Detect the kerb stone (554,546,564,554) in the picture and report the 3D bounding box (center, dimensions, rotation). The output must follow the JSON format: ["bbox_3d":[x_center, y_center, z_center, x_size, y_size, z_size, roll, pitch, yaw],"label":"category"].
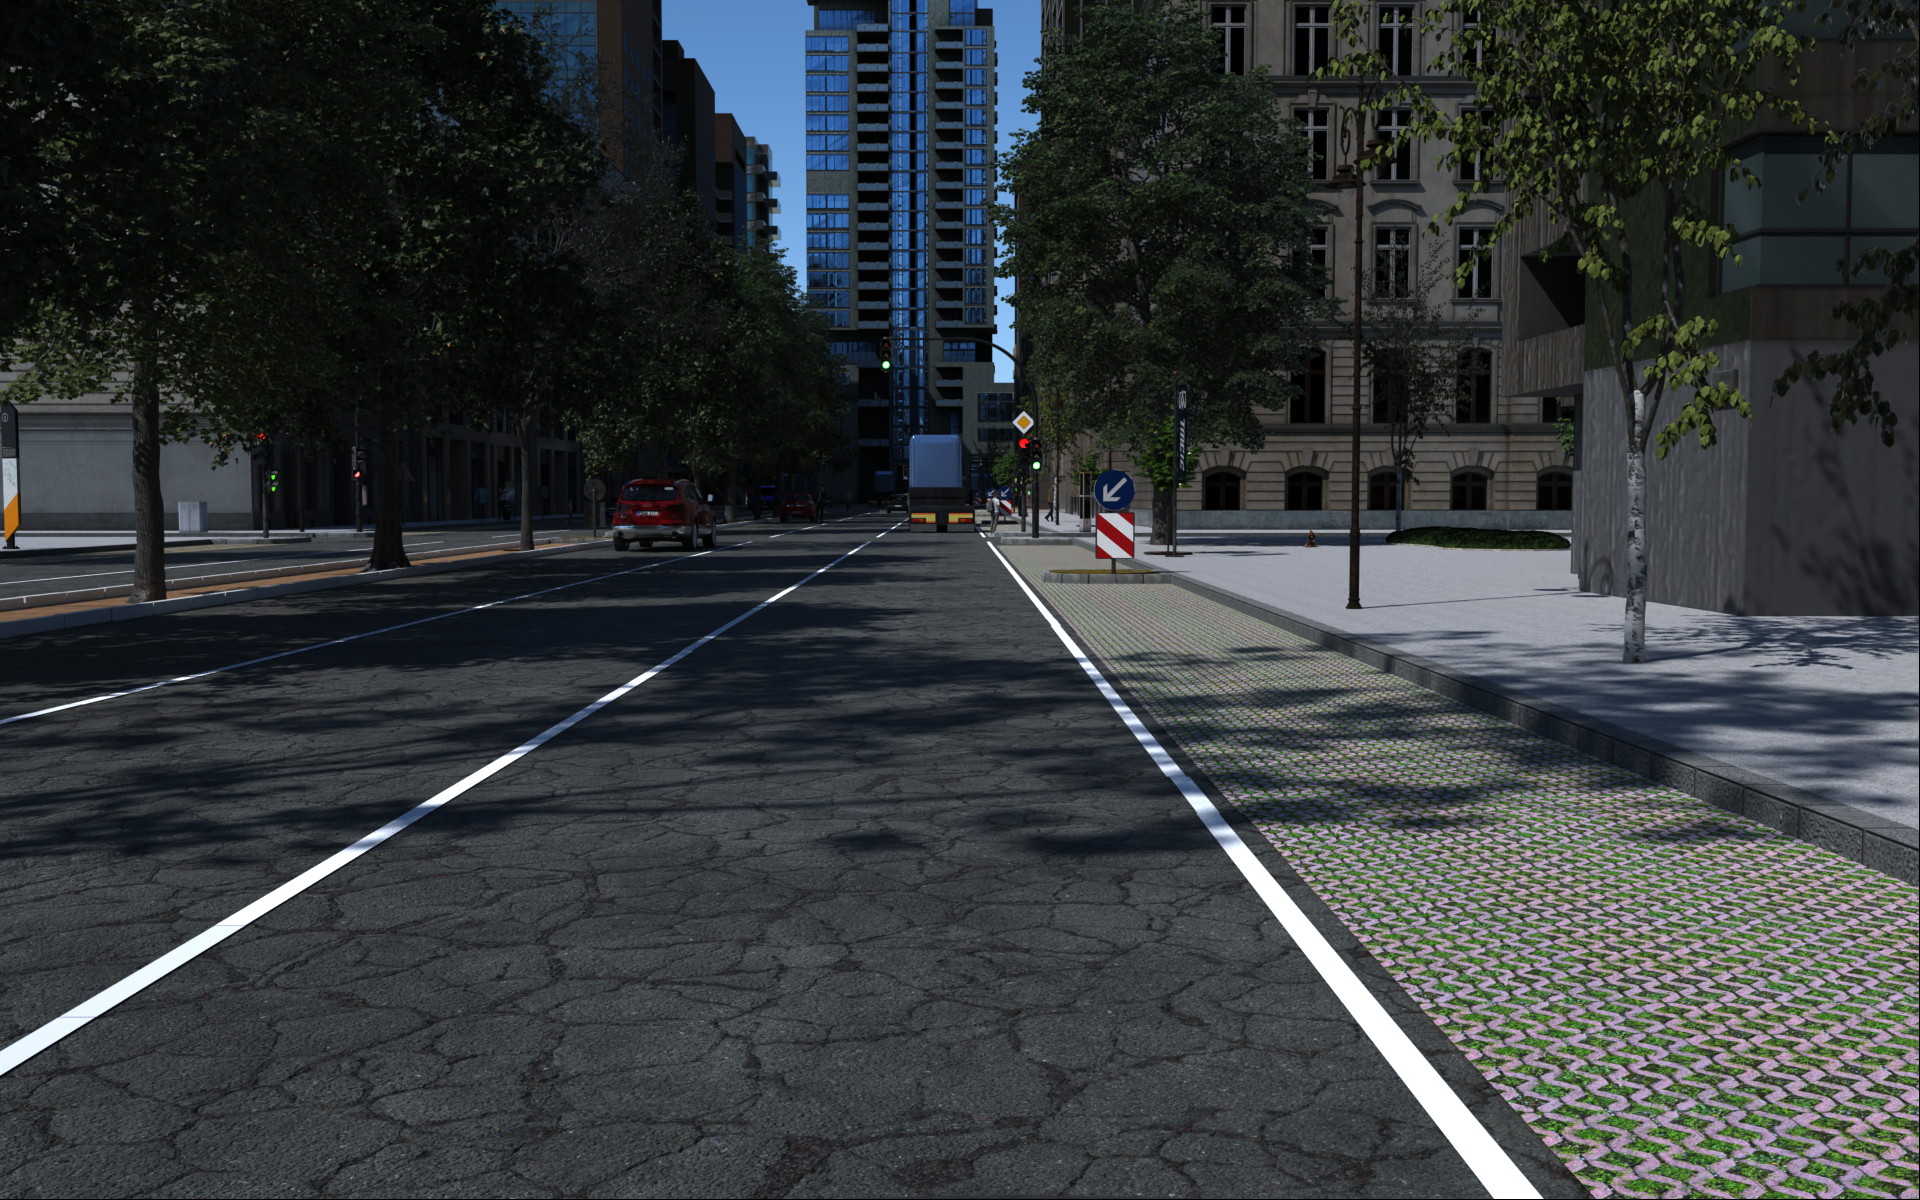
[{"bbox_3d":[-9.730,-1.180,41.491,0.120,0.150,1.000,0,4,0],"label":"kerb stone"}]

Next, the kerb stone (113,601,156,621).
[{"bbox_3d":[-9.597,0.136,19.980,0.120,0.150,1.000,0,4,0],"label":"kerb stone"}]

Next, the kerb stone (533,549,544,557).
[{"bbox_3d":[-9.712,-1.055,39.441,0.120,0.150,1.000,0,4,0],"label":"kerb stone"}]

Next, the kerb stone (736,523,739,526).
[{"bbox_3d":[-9.936,-3.280,75.931,0.120,0.150,1.000,0,4,0],"label":"kerb stone"}]

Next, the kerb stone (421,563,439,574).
[{"bbox_3d":[-9.661,-0.549,31.248,0.120,0.150,1.000,0,4,0],"label":"kerb stone"}]

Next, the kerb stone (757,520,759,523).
[{"bbox_3d":[-9.985,-3.788,84.130,0.120,0.150,1.000,0,4,0],"label":"kerb stone"}]

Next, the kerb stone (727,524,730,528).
[{"bbox_3d":[-9.914,-3.098,72.851,0.120,0.150,1.000,0,4,0],"label":"kerb stone"}]

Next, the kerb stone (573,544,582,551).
[{"bbox_3d":[-9.736,-1.305,43.535,0.120,0.150,1.000,0,4,0],"label":"kerb stone"}]

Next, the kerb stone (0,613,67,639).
[{"bbox_3d":[-9.590,0.267,17.928,0.120,0.150,1.000,0,4,0],"label":"kerb stone"}]

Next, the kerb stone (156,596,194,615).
[{"bbox_3d":[-9.603,0.074,21.002,0.120,0.150,1.000,0,4,0],"label":"kerb stone"}]

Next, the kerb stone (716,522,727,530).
[{"bbox_3d":[-9.911,-3.030,71.822,0.120,0.150,1.000,0,4,0],"label":"kerb stone"}]

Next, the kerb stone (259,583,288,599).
[{"bbox_3d":[-9.625,-0.115,24.077,0.120,0.150,1.000,0,4,0],"label":"kerb stone"}]

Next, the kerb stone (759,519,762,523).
[{"bbox_3d":[-9.986,-3.851,85.161,0.120,0.150,1.000,0,4,0],"label":"kerb stone"}]

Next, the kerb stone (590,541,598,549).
[{"bbox_3d":[-9.748,-1.431,45.592,0.120,0.150,1.000,0,4,0],"label":"kerb stone"}]

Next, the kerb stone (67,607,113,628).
[{"bbox_3d":[-9.601,0.198,18.958,0.120,0.150,1.000,0,4,0],"label":"kerb stone"}]

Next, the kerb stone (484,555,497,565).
[{"bbox_3d":[-9.693,-0.798,35.344,0.120,0.150,1.000,0,4,0],"label":"kerb stone"}]

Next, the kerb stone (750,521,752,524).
[{"bbox_3d":[-9.966,-3.600,81.051,0.120,0.150,1.000,0,4,0],"label":"kerb stone"}]

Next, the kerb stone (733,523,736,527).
[{"bbox_3d":[-9.934,-3.223,74.905,0.120,0.150,1.000,0,4,0],"label":"kerb stone"}]

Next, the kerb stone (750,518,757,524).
[{"bbox_3d":[-9.973,-3.725,83.101,0.120,0.150,1.000,0,4,0],"label":"kerb stone"}]

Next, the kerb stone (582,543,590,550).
[{"bbox_3d":[-9.746,-1.368,44.570,0.120,0.150,1.000,0,4,0],"label":"kerb stone"}]

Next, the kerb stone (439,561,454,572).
[{"bbox_3d":[-9.671,-0.616,32.270,0.120,0.150,1.000,0,4,0],"label":"kerb stone"}]

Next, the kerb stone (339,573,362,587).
[{"bbox_3d":[-9.644,-0.303,27.154,0.120,0.150,1.000,0,4,0],"label":"kerb stone"}]

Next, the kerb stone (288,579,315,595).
[{"bbox_3d":[-9.628,-0.178,25.106,0.120,0.150,1.000,0,4,0],"label":"kerb stone"}]

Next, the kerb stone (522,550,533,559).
[{"bbox_3d":[-9.704,-0.991,38.419,0.120,0.150,1.000,0,4,0],"label":"kerb stone"}]

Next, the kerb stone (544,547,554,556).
[{"bbox_3d":[-9.715,-1.118,40.469,0.120,0.150,1.000,0,4,0],"label":"kerb stone"}]

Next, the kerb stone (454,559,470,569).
[{"bbox_3d":[-9.674,-0.679,33.292,0.120,0.150,1.000,0,4,0],"label":"kerb stone"}]

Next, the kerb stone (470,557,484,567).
[{"bbox_3d":[-9.682,-0.741,34.318,0.120,0.150,1.000,0,4,0],"label":"kerb stone"}]

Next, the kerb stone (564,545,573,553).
[{"bbox_3d":[-9.726,-1.243,42.513,0.120,0.150,1.000,0,4,0],"label":"kerb stone"}]

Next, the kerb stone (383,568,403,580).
[{"bbox_3d":[-9.657,-0.425,29.200,0.120,0.150,1.000,0,4,0],"label":"kerb stone"}]

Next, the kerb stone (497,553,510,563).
[{"bbox_3d":[-9.702,-0.865,36.372,0.120,0.150,1.000,0,4,0],"label":"kerb stone"}]

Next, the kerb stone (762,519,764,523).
[{"bbox_3d":[-9.998,-3.914,86.183,0.120,0.150,1.000,0,4,0],"label":"kerb stone"}]

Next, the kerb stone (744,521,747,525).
[{"bbox_3d":[-9.963,-3.473,79.006,0.120,0.150,1.000,0,4,0],"label":"kerb stone"}]

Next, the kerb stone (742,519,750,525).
[{"bbox_3d":[-9.957,-3.535,80.028,0.120,0.150,1.000,0,4,0],"label":"kerb stone"}]

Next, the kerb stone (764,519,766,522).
[{"bbox_3d":[-10.000,-3.977,87.216,0.120,0.150,1.000,0,4,0],"label":"kerb stone"}]

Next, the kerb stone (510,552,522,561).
[{"bbox_3d":[-9.702,-0.930,37.397,0.120,0.150,1.000,0,4,0],"label":"kerb stone"}]

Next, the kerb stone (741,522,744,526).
[{"bbox_3d":[-9.940,-3.409,77.984,0.120,0.150,1.000,0,4,0],"label":"kerb stone"}]

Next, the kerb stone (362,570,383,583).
[{"bbox_3d":[-9.654,-0.363,28.176,0.120,0.150,1.000,0,4,0],"label":"kerb stone"}]

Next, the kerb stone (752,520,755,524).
[{"bbox_3d":[-9.966,-3.659,82.073,0.120,0.150,1.000,0,4,0],"label":"kerb stone"}]

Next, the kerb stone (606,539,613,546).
[{"bbox_3d":[-9.761,-1.556,47.640,0.120,0.150,1.000,0,4,0],"label":"kerb stone"}]

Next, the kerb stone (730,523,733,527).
[{"bbox_3d":[-9.922,-3.158,73.879,0.120,0.150,1.000,0,4,0],"label":"kerb stone"}]

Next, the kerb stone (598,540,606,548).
[{"bbox_3d":[-9.753,-1.493,46.614,0.120,0.150,1.000,0,4,0],"label":"kerb stone"}]

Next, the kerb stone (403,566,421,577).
[{"bbox_3d":[-9.664,-0.489,30.226,0.120,0.150,1.000,0,4,0],"label":"kerb stone"}]

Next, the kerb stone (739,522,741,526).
[{"bbox_3d":[-9.944,-3.349,76.957,0.120,0.150,1.000,0,4,0],"label":"kerb stone"}]

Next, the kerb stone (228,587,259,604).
[{"bbox_3d":[-9.618,-0.052,23.046,0.120,0.150,1.000,0,4,0],"label":"kerb stone"}]

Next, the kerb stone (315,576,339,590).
[{"bbox_3d":[-9.641,-0.241,26.131,0.120,0.150,1.000,0,4,0],"label":"kerb stone"}]

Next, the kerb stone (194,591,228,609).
[{"bbox_3d":[-9.617,0.012,22.024,0.120,0.150,1.000,0,4,0],"label":"kerb stone"}]
